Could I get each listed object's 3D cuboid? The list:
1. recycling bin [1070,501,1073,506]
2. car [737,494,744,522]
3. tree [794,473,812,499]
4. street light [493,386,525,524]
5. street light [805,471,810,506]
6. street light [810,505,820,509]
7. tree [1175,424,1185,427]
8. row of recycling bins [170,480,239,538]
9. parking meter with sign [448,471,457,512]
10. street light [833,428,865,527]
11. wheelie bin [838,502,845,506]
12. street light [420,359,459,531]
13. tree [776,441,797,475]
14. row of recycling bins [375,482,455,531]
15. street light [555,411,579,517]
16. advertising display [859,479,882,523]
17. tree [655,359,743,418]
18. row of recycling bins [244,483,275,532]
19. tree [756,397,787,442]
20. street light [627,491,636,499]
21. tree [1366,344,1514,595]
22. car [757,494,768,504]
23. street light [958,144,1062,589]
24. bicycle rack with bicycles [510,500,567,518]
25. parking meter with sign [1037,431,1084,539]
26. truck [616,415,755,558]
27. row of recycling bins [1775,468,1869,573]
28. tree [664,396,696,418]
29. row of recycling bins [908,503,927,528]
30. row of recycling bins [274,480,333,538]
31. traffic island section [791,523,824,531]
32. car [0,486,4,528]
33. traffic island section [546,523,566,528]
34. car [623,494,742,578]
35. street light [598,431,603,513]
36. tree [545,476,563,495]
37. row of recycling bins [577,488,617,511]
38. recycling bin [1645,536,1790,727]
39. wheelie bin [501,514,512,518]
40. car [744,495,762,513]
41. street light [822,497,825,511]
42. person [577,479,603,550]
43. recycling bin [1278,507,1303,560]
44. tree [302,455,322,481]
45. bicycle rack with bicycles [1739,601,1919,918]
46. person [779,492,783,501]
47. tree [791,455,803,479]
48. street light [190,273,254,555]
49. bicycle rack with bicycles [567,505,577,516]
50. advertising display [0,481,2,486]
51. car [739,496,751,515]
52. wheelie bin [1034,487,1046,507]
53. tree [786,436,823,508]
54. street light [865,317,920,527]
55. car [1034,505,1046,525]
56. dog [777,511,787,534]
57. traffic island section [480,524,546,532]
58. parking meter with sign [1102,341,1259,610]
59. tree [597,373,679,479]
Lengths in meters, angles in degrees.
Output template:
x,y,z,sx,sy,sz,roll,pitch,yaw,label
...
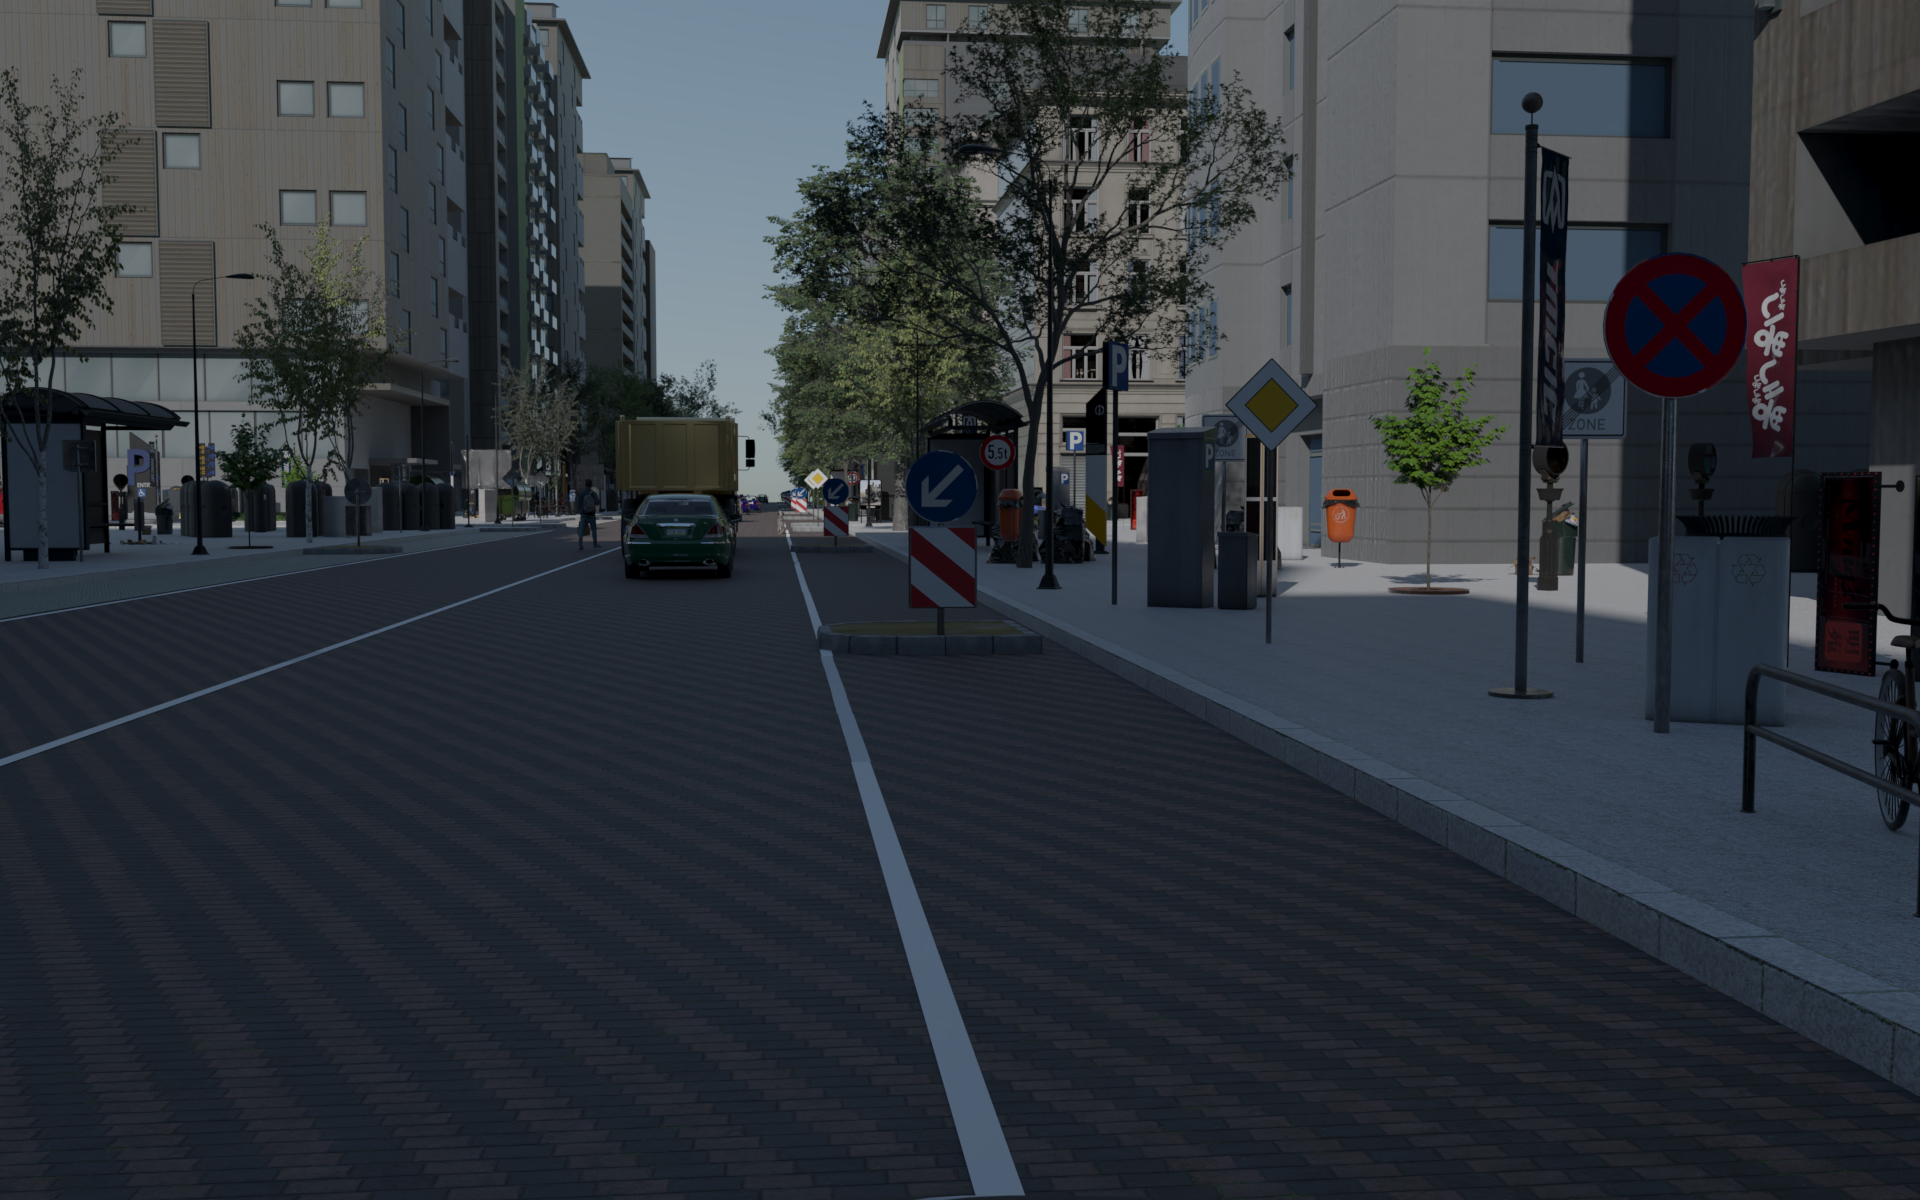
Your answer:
x,y,z,sx,sy,sz,roll,pitch,yaw,label
3.884,-3.280,66.176,0.722,1.027,0.722,1,4,18,recycling bin
-12.331,-4.937,89.390,2.281,1.827,5.304,0,4,-5,car
-21.024,-15.525,237.554,4.285,4.588,4.351,0,3,0,tree
-19.439,-6.251,74.745,1.470,5.913,1.316,0,4,-6,street light
-10.584,-9.496,127.803,1.470,5.913,1.316,0,4,-6,street light
-8.239,-8.132,105.493,1.470,5.913,1.316,0,4,-6,street light
9.360,-4.864,63.238,4.285,4.588,4.351,0,3,0,tree
-22.769,-2.755,52.163,1.069,1.692,3.534,-2,4,-35,row of recycling bins
-35.398,-7.627,120.959,0.543,3.016,1.738,-1,4,-14,parking meter with sign
-4.115,-5.828,67.836,1.470,5.913,1.316,0,4,-6,street light
-6.419,-5.320,94.896,0.693,1.594,0.980,0,4,-3,wheelie bin
-17.886,-5.319,59.502,1.470,5.913,1.316,0,4,-6,street light
-27.016,-23.441,293.636,12.009,13.543,11.850,0,3,0,tree
-19.476,-3.360,62.050,1.069,1.692,3.534,2,4,28,row of recycling bins
-22.027,-7.615,97.038,1.470,5.913,1.316,0,4,-6,street light
-3.910,-4.321,75.858,0.974,1.923,0.123,1,4,8,advertising display
-36.836,-23.601,241.766,12.611,20.169,13.585,0,3,0,tree
-24.479,-3.272,60.607,1.069,1.692,3.534,-1,4,-20,row of recycling bins
-25.559,-25.373,270.742,12.611,20.169,13.585,0,3,0,tree
-26.688,-10.344,141.662,1.470,5.913,1.316,0,4,-6,street light
6.034,-1.710,22.560,1.663,3.219,1.824,0,3,0,tree
-29.509,-15.223,258.687,2.009,1.686,4.222,0,4,-5,car
0.669,-3.100,23.225,1.470,5.913,1.316,0,4,-6,street light
-22.871,-4.816,92.131,2.852,0.926,2.925,0,4,3,bicycle rack with bicycles
2.762,-3.202,48.621,0.543,3.016,1.738,-2,4,-29,parking meter with sign
-6.765,-2.850,42.529,3.469,3.379,9.791,0,4,-7,truck
15.014,-1.265,27.798,3.534,1.692,1.069,2,4,30,row of recycling bins
-32.550,-16.468,187.372,7.486,12.596,7.792,0,3,0,tree
-0.809,-2.546,48.741,1.069,1.692,3.534,1,4,10,row of recycling bins
-19.864,-2.794,52.798,1.069,1.692,3.534,-1,4,-10,row of recycling bins
-5.533,-2.785,67.811,2.009,0.180,2.903,0,4,-6,traffic island section
-40.162,-3.696,69.100,5.304,1.827,2.281,0,4,-7,car
-18.059,-3.194,74.509,2.009,0.180,2.903,0,4,-6,traffic island section
-4.983,-1.174,30.996,2.131,1.459,4.920,0,4,-7,car
-24.274,-8.980,119.359,1.470,5.913,1.316,0,4,-6,street light
-34.190,-9.334,147.218,1.663,3.219,1.824,0,3,0,tree
-27.097,-7.390,127.947,3.534,1.692,1.069,0,4,-5,row of recycling bins
4.357,0.159,9.958,0.722,1.027,0.722,2,4,25,recycling bin
-24.689,-5.266,94.013,0.693,1.594,0.980,-1,4,-22,wheelie bin
-16.027,-7.279,131.594,1.945,1.354,3.894,0,4,-5,car
-5.695,-6.736,82.679,1.470,5.913,1.316,0,4,-6,street light
-9.525,-2.185,44.209,0.794,1.824,0.713,2,4,31,person
6.298,-1.303,33.855,0.722,1.027,0.722,0,4,4,recycling bin
-28.679,-4.913,74.932,1.663,3.219,1.824,0,3,0,tree
4.081,0.445,6.107,2.852,0.926,2.925,1,4,9,bicycle rack with bicycles
-30.248,-17.406,293.907,1.217,1.723,0.721,1,4,12,person
-18.104,-15.946,211.082,4.737,8.622,4.395,0,3,0,tree
-15.545,-3.914,36.527,1.470,5.913,1.316,0,4,-6,street light
-24.197,-5.413,101.880,2.925,0.926,2.852,-1,4,-16,bicycle rack with bicycles
-46.487,-4.788,83.494,0.123,1.923,0.974,0,4,0,advertising display
-15.337,-6.521,119.194,1.945,1.354,3.894,0,4,-7,car
3.404,-4.252,77.435,0.980,1.594,0.693,0,4,5,wheelie bin
-12.802,-14.595,164.380,9.928,11.665,9.643,0,3,0,tree
-1.656,-4.465,45.538,1.470,5.913,1.316,0,4,-6,street light
1.990,-3.772,71.267,3.694,1.707,1.945,0,4,-7,car
-6.508,-2.781,62.312,0.513,0.831,0.800,2,4,27,dog
-17.208,-2.709,66.569,2.009,0.180,2.903,0,4,-6,traffic island section
2.508,-1.427,19.596,1.738,3.016,0.543,2,4,30,parking meter with sign
-29.967,-15.137,164.497,9.611,12.733,9.660,0,3,0,tree
